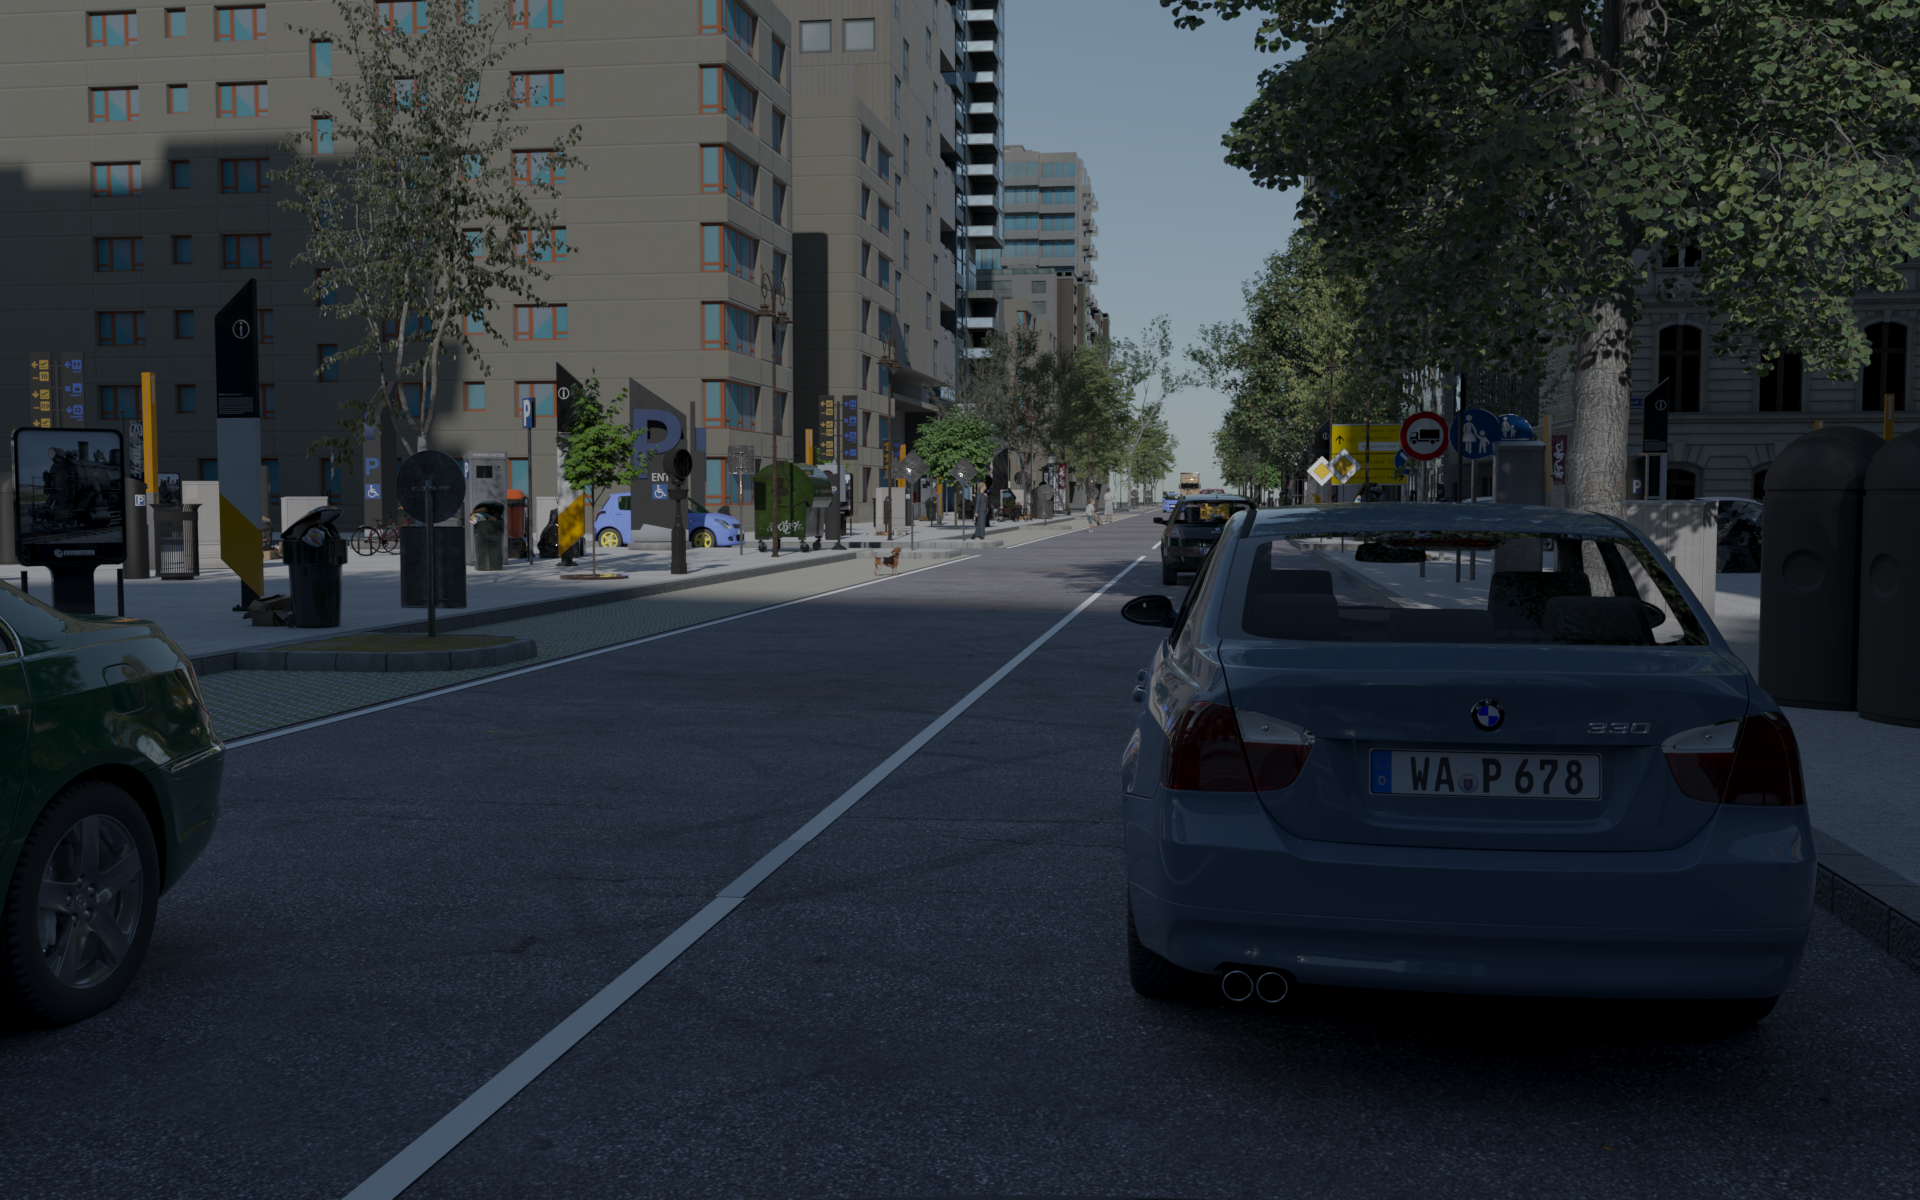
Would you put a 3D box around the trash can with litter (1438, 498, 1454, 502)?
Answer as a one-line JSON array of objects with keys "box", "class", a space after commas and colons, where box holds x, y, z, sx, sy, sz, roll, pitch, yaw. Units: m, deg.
[{"box": [13.545, -2.303, 49.038, 0.624, 1.170, 1.055, -1, 4, -11], "class": "trash can with litter"}]

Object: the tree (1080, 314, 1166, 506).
[{"box": [19.083, -19.936, 181.835, 12.611, 20.169, 13.585, 0, 3, 0], "class": "tree"}]

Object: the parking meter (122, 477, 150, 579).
[{"box": [-12.466, -1.086, 26.171, 0.372, 1.533, 0.369, 0, 3, 0], "class": "parking meter"}]

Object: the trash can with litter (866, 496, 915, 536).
[{"box": [-2.091, -2.641, 54.235, 1.678, 1.210, 2.233, 1, 4, 8], "class": "trash can with litter"}]

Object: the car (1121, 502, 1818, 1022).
[{"box": [1.541, 0.361, 6.094, 2.014, 1.417, 4.499, 1, 4, 9], "class": "car"}]

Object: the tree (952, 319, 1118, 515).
[{"box": [3.492, -9.602, 91.405, 8.767, 10.594, 7.601, 1, 4, 10], "class": "tree"}]

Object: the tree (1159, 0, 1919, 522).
[{"box": [5.375, -6.589, 14.386, 9.857, 13.997, 8.962, 0, 3, 0], "class": "tree"}]

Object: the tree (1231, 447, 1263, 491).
[{"box": [23.955, -11.612, 140.222, 4.360, 8.622, 3.978, 0, 3, 0], "class": "tree"}]

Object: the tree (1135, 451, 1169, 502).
[{"box": [30.655, -19.594, 270.718, 4.360, 8.622, 3.978, 0, 3, 0], "class": "tree"}]

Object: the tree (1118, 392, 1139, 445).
[{"box": [6.615, -10.445, 105.186, 8.767, 10.594, 7.601, 0, 4, -2], "class": "tree"}]

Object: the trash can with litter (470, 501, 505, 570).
[{"box": [-8.035, -1.089, 29.198, 0.624, 1.170, 1.055, -2, 4, -26], "class": "trash can with litter"}]

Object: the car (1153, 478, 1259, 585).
[{"box": [4.193, -1.150, 28.590, 2.009, 1.686, 4.222, 0, 4, 7], "class": "car"}]

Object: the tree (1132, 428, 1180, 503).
[{"box": [29.346, -20.649, 263.368, 9.928, 11.665, 9.643, 0, 3, 0], "class": "tree"}]

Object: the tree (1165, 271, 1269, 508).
[{"box": [25.076, -17.978, 149.832, 12.611, 20.169, 13.585, 0, 3, 0], "class": "tree"}]

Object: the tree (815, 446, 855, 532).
[{"box": [-4.600, -3.965, 59.433, 1.663, 3.219, 1.824, 0, 3, 0], "class": "tree"}]

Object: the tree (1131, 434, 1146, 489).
[{"box": [13.829, -12.325, 151.880, 4.737, 8.622, 4.395, 0, 3, 0], "class": "tree"}]

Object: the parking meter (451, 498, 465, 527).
[{"box": [-11.821, -1.986, 40.878, 0.372, 1.533, 0.369, 0, 3, 0], "class": "parking meter"}]

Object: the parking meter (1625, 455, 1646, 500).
[{"box": [10.045, -1.241, 26.007, 0.399, 1.863, 0.255, -2, 4, -24], "class": "parking meter"}]

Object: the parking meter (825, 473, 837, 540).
[{"box": [-3.577, -2.602, 48.253, 0.399, 1.863, 0.255, -2, 4, -27], "class": "parking meter"}]

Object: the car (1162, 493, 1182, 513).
[{"box": [16.654, -7.648, 134.635, 1.945, 1.707, 3.694, 1, 4, 8], "class": "car"}]

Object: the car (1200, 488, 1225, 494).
[{"box": [16.623, -6.446, 114.062, 2.281, 1.827, 5.304, 0, 4, 8], "class": "car"}]

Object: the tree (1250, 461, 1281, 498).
[{"box": [23.523, -8.987, 130.643, 4.285, 4.588, 4.351, 0, 3, 0], "class": "tree"}]

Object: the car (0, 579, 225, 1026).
[{"box": [-3.414, 0.509, 3.480, 2.131, 1.459, 4.920, 0, 4, 6], "class": "car"}]

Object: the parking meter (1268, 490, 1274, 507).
[{"box": [18.145, -5.664, 101.011, 0.372, 1.533, 0.369, 0, 3, 0], "class": "parking meter"}]

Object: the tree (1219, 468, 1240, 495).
[{"box": [43.986, -21.530, 270.140, 7.486, 12.596, 7.792, 0, 3, 0], "class": "tree"}]

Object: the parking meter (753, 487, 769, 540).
[{"box": [-5.558, -2.614, 48.450, 0.399, 1.863, 0.255, 1, 4, 20], "class": "parking meter"}]

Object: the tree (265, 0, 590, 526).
[{"box": [-6.874, -4.388, 22.105, 4.360, 8.622, 3.978, 0, 3, 0], "class": "tree"}]

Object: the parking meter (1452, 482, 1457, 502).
[{"box": [24.774, -4.941, 86.488, 0.399, 1.863, 0.255, -2, 4, -33], "class": "parking meter"}]

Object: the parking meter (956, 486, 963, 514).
[{"box": [-0.015, -6.539, 112.615, 0.399, 1.863, 0.255, -3, 4, -39], "class": "parking meter"}]

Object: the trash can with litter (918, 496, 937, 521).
[{"box": [-1.477, -4.304, 81.761, 0.624, 1.170, 1.055, 3, 5, 40], "class": "trash can with litter"}]

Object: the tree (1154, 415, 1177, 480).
[{"box": [23.677, -18.501, 220.622, 7.486, 12.596, 7.792, 0, 3, 0], "class": "tree"}]

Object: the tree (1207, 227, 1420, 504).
[{"box": [15.069, -9.565, 73.401, 9.611, 12.733, 9.660, 0, 3, 0], "class": "tree"}]

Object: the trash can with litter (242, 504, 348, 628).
[{"box": [-6.456, -0.327, 16.727, 1.055, 1.170, 0.624, 1, 4, 18], "class": "trash can with litter"}]

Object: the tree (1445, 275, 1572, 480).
[{"box": [17.197, -6.393, 54.881, 4.360, 8.622, 3.978, 0, 3, 0], "class": "tree"}]

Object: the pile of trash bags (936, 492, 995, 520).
[{"box": [0.171, -4.753, 87.466, 3.447, 1.369, 1.912, 1, 4, 14], "class": "pile of trash bags"}]

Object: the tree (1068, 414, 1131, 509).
[{"box": [10.777, -11.591, 139.882, 4.737, 8.622, 4.395, 0, 3, 0], "class": "tree"}]

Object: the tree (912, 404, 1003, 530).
[{"box": [-0.076, -4.847, 62.969, 4.285, 4.588, 4.351, 0, 3, 0], "class": "tree"}]

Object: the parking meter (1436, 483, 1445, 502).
[{"box": [25.685, -5.313, 92.571, 0.399, 1.863, 0.255, 2, 4, 23], "class": "parking meter"}]

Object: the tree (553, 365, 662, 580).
[{"box": [-5.557, -1.924, 26.065, 1.663, 3.219, 1.824, 0, 3, 0], "class": "tree"}]

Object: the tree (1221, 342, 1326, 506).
[{"box": [19.407, -10.420, 104.784, 8.767, 10.594, 7.601, 3, 4, 37], "class": "tree"}]

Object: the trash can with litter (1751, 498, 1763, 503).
[{"box": [20.775, -2.023, 44.458, 0.624, 1.170, 1.055, -2, 4, -28], "class": "trash can with litter"}]

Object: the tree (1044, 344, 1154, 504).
[{"box": [9.954, -13.055, 131.575, 7.486, 12.596, 7.792, 0, 3, 0], "class": "tree"}]

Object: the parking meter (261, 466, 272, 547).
[{"box": [-14.387, -1.838, 35.768, 0.255, 1.863, 0.399, -1, 4, -15], "class": "parking meter"}]

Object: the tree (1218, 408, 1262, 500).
[{"box": [31.493, -15.864, 185.128, 9.928, 11.665, 9.643, 0, 3, 0], "class": "tree"}]

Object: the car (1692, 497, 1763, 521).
[{"box": [17.900, -1.683, 39.874, 4.827, 1.381, 2.083, 1, 4, 10], "class": "car"}]

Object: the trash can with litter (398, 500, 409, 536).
[{"box": [-16.482, -2.376, 50.234, 0.624, 1.170, 1.055, 3, 5, 42], "class": "trash can with litter"}]

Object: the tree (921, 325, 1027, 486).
[{"box": [0.767, -7.631, 75.135, 4.360, 8.622, 3.978, 0, 3, 0], "class": "tree"}]

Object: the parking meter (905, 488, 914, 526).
[{"box": [-2.030, -3.712, 69.096, 0.372, 1.533, 0.369, 0, 3, 0], "class": "parking meter"}]

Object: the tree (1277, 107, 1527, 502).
[{"box": [8.122, -4.944, 31.190, 4.737, 8.622, 4.395, 0, 3, 0], "class": "tree"}]
